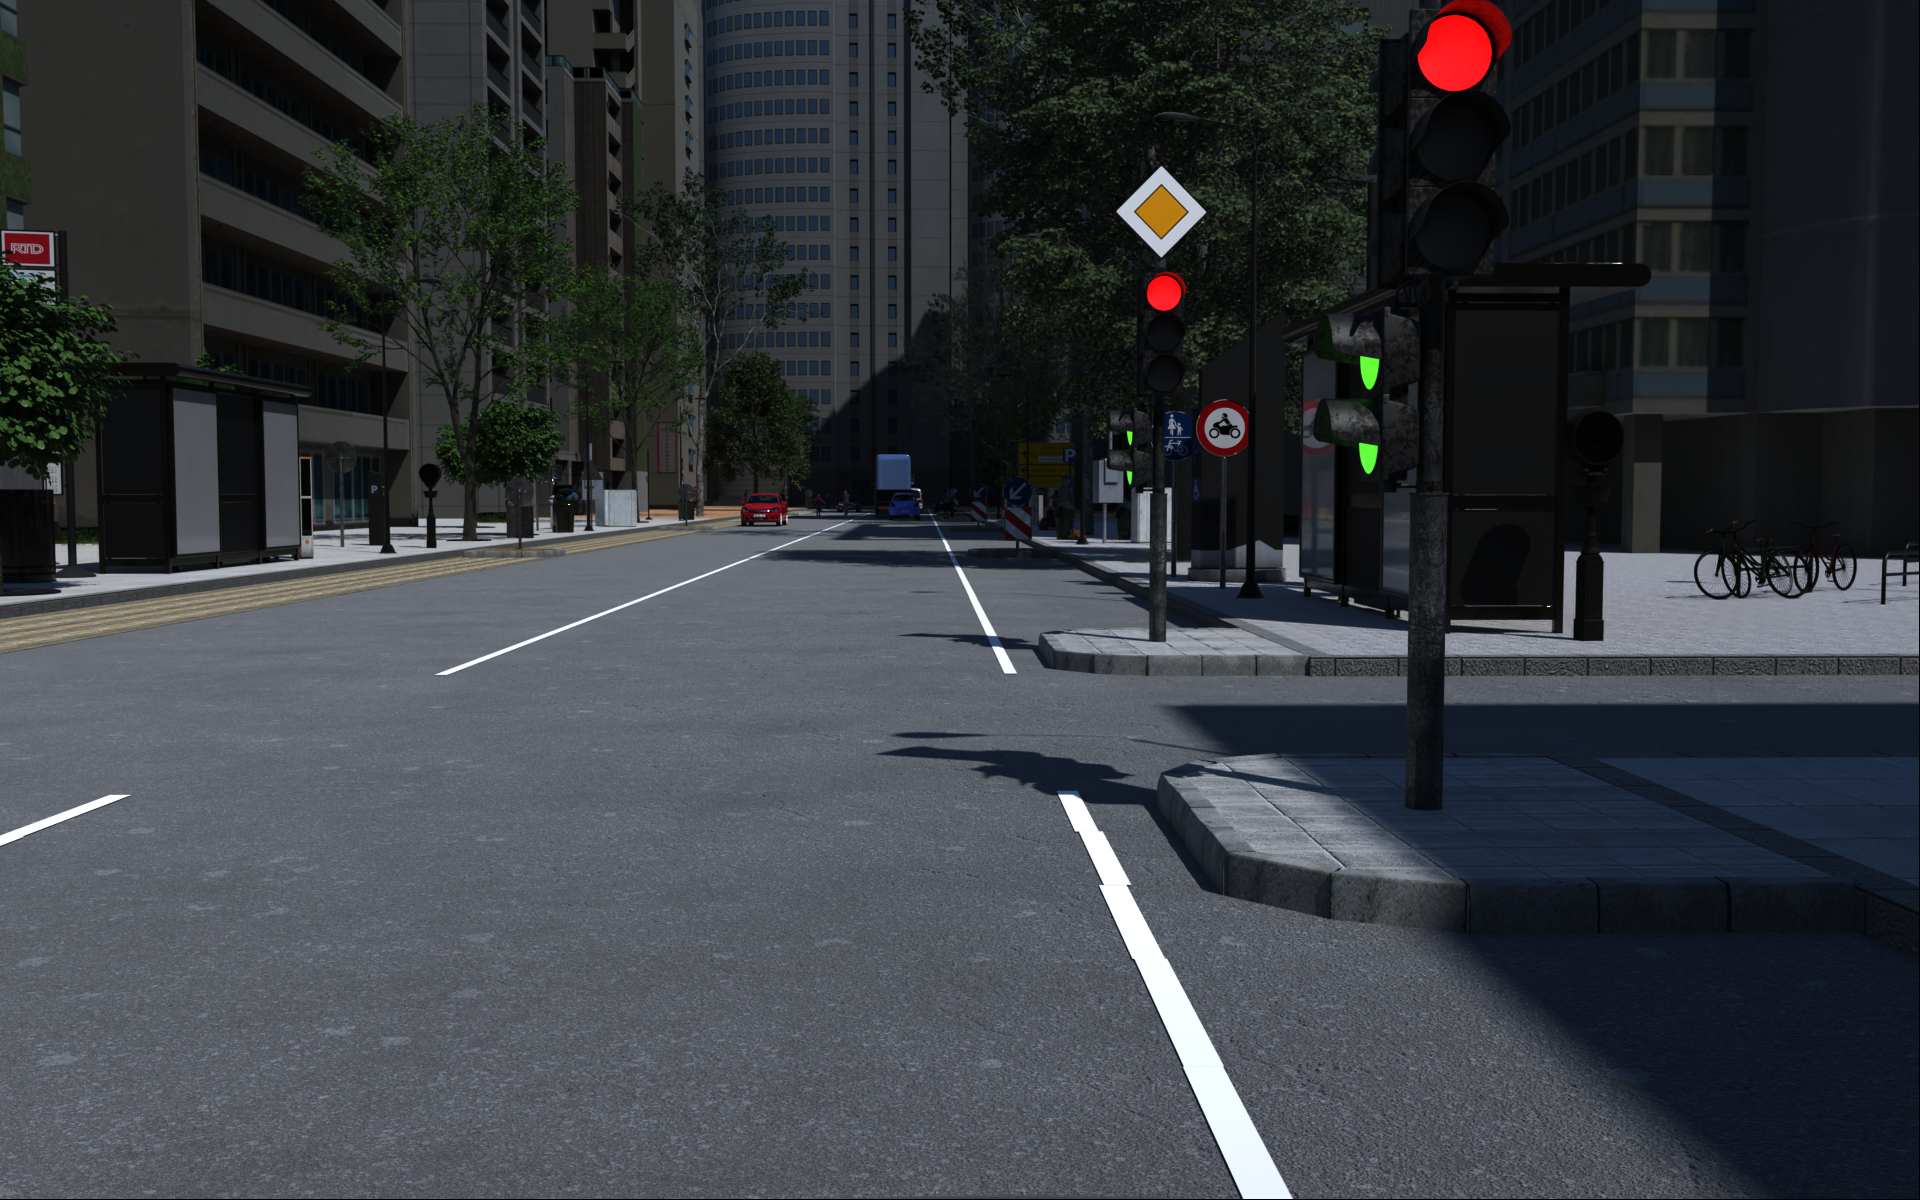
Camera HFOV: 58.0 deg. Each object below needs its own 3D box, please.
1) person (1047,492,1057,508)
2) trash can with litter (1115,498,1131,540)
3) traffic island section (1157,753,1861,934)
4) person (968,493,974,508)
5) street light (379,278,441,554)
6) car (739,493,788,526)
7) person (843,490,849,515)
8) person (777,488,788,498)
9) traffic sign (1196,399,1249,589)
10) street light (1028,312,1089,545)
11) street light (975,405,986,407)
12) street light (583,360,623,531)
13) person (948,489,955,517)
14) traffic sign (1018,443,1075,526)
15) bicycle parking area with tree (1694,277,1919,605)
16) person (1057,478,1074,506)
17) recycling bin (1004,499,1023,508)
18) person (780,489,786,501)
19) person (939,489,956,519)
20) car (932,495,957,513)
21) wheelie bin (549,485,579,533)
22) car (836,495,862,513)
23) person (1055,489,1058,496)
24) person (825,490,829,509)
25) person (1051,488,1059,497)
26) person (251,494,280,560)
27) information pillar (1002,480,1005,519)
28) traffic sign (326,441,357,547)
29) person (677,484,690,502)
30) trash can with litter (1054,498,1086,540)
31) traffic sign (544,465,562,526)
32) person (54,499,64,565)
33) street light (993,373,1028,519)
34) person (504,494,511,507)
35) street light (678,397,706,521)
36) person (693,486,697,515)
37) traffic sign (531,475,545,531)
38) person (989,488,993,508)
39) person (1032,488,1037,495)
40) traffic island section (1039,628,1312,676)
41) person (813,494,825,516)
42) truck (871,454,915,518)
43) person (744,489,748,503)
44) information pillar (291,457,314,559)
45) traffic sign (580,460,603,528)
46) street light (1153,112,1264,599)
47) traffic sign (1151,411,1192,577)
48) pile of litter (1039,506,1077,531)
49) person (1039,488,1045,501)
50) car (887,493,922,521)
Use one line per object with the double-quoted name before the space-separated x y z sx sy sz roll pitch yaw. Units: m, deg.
"person" 5.852 -5.971 106.936 1.065 1.426 0.557 1 4 17
"trash can with litter" 4.807 -2.253 48.219 0.624 1.170 1.055 -3 4 -39
"traffic island section" 1.921 0.929 7.094 2.009 0.180 2.903 0 4 -1
"person" 1.049 -9.558 163.782 0.593 1.643 0.415 0 4 -8
"street light" -11.839 -3.961 37.299 1.470 5.913 1.316 0 4 -1
"car" -8.824 -4.228 78.171 2.155 1.783 4.494 0 4 0
"person" -7.729 -6.609 117.480 0.541 1.710 0.530 -2 4 -31
"person" -15.720 -8.898 151.538 1.348 1.823 0.705 -1 4 -13
"traffic sign" 3.561 -1.425 23.399 0.768 2.556 0.104 0 3 0
"street light" 2.576 -4.367 43.947 1.470 5.913 1.316 0 4 -1
"street light" 1.470 -7.192 90.122 1.470 5.913 1.316 0 4 -1
"street light" -12.356 -5.350 60.014 1.470 5.913 1.316 0 4 -1
"person" -0.603 -6.077 108.590 0.721 1.736 1.217 1 4 16
"traffic sign" 3.410 -4.563 68.479 2.265 3.308 0.079 0 4 4
"bicycle parking area with tree" 14.047 -2.041 20.380 9.016 4.147 8.231 -2 4 -23
"person" 3.401 -3.114 57.147 0.709 1.800 0.728 1 4 22
"recycling bin" 2.675 -4.494 86.035 0.722 1.027 0.722 2 4 29
"person" -10.463 -5.681 102.304 0.530 1.710 0.541 2 4 35
"person" -0.754 -5.607 100.966 1.217 1.735 0.721 3 4 38
"car" -1.133 -7.344 132.653 1.945 1.354 3.894 0 4 -2
"wheelie bin" -13.165 -3.043 57.656 0.980 1.594 0.693 -2 4 -29
"car" -8.580 -7.448 134.362 1.945 1.354 3.894 0 4 0
"person" 8.977 -9.569 163.024 0.721 1.766 1.217 -2 4 -33
"person" -12.567 -9.498 163.868 0.705 1.814 1.350 -1 4 -16
"person" 6.978 -7.079 121.420 1.348 1.869 0.705 0 4 2
"person" -13.618 -1.670 33.901 0.519 1.759 0.362 -1 4 -23
"information pillar" 2.318 -5.080 87.542 0.304 2.012 0.304 -2 4 -24
"traffic sign" -14.924 -2.549 41.777 0.768 2.556 0.104 0 4 4
"person" -14.028 -5.014 88.119 0.694 1.812 0.767 -1 4 -12
"trash can with litter" 3.125 -2.272 48.532 0.624 1.170 1.055 -3 5 -40
"traffic sign" -14.251 -3.580 60.668 0.606 2.300 0.079 0 4 -1
"person" -16.444 -1.264 31.386 0.373 1.253 0.362 1 4 13
"street light" 2.067 -5.768 66.851 1.470 5.913 1.316 0 4 -1
"person" -21.971 -4.754 84.040 0.520 1.790 0.573 2 4 26
"street light" -12.859 -6.764 83.136 1.470 5.913 1.316 0 4 -1
"person" -16.136 -6.099 106.298 0.617 1.759 0.750 -2 4 -33
"traffic sign" -14.723 -3.681 60.287 0.768 2.556 0.104 0 4 -1
"person" 2.895 -9.443 160.571 0.705 1.807 1.348 0 4 -4
"person" 5.364 -7.040 121.835 1.217 1.739 0.721 0 4 5
"traffic island section" 1.741 0.441 15.077 2.009 0.180 2.903 0 4 -1
"person" -9.226 -6.216 113.356 0.991 1.433 0.599 -3 5 -45
"truck" -4.197 -7.446 111.508 2.967 4.110 18.799 0 4 -3
"person" -20.577 -9.713 165.676 0.721 1.723 1.217 -1 4 -11
"information pillar" -13.032 -1.821 34.271 0.304 2.012 0.304 2 4 31
"traffic sign" -14.017 -4.027 65.838 0.884 2.594 0.081 0 4 -1
"street light" 3.052 -2.979 21.256 1.470 5.913 1.316 0 4 -1
"traffic sign" 3.303 -1.626 26.694 0.768 2.556 0.104 0 4 2
"pile of litter" 3.494 -2.908 61.507 1.719 0.858 1.176 -2 4 -34
"person" 4.378 -5.443 95.744 0.721 1.736 1.217 2 4 35
"car" -3.052 -5.222 94.966 1.945 1.707 3.694 0 4 -3
